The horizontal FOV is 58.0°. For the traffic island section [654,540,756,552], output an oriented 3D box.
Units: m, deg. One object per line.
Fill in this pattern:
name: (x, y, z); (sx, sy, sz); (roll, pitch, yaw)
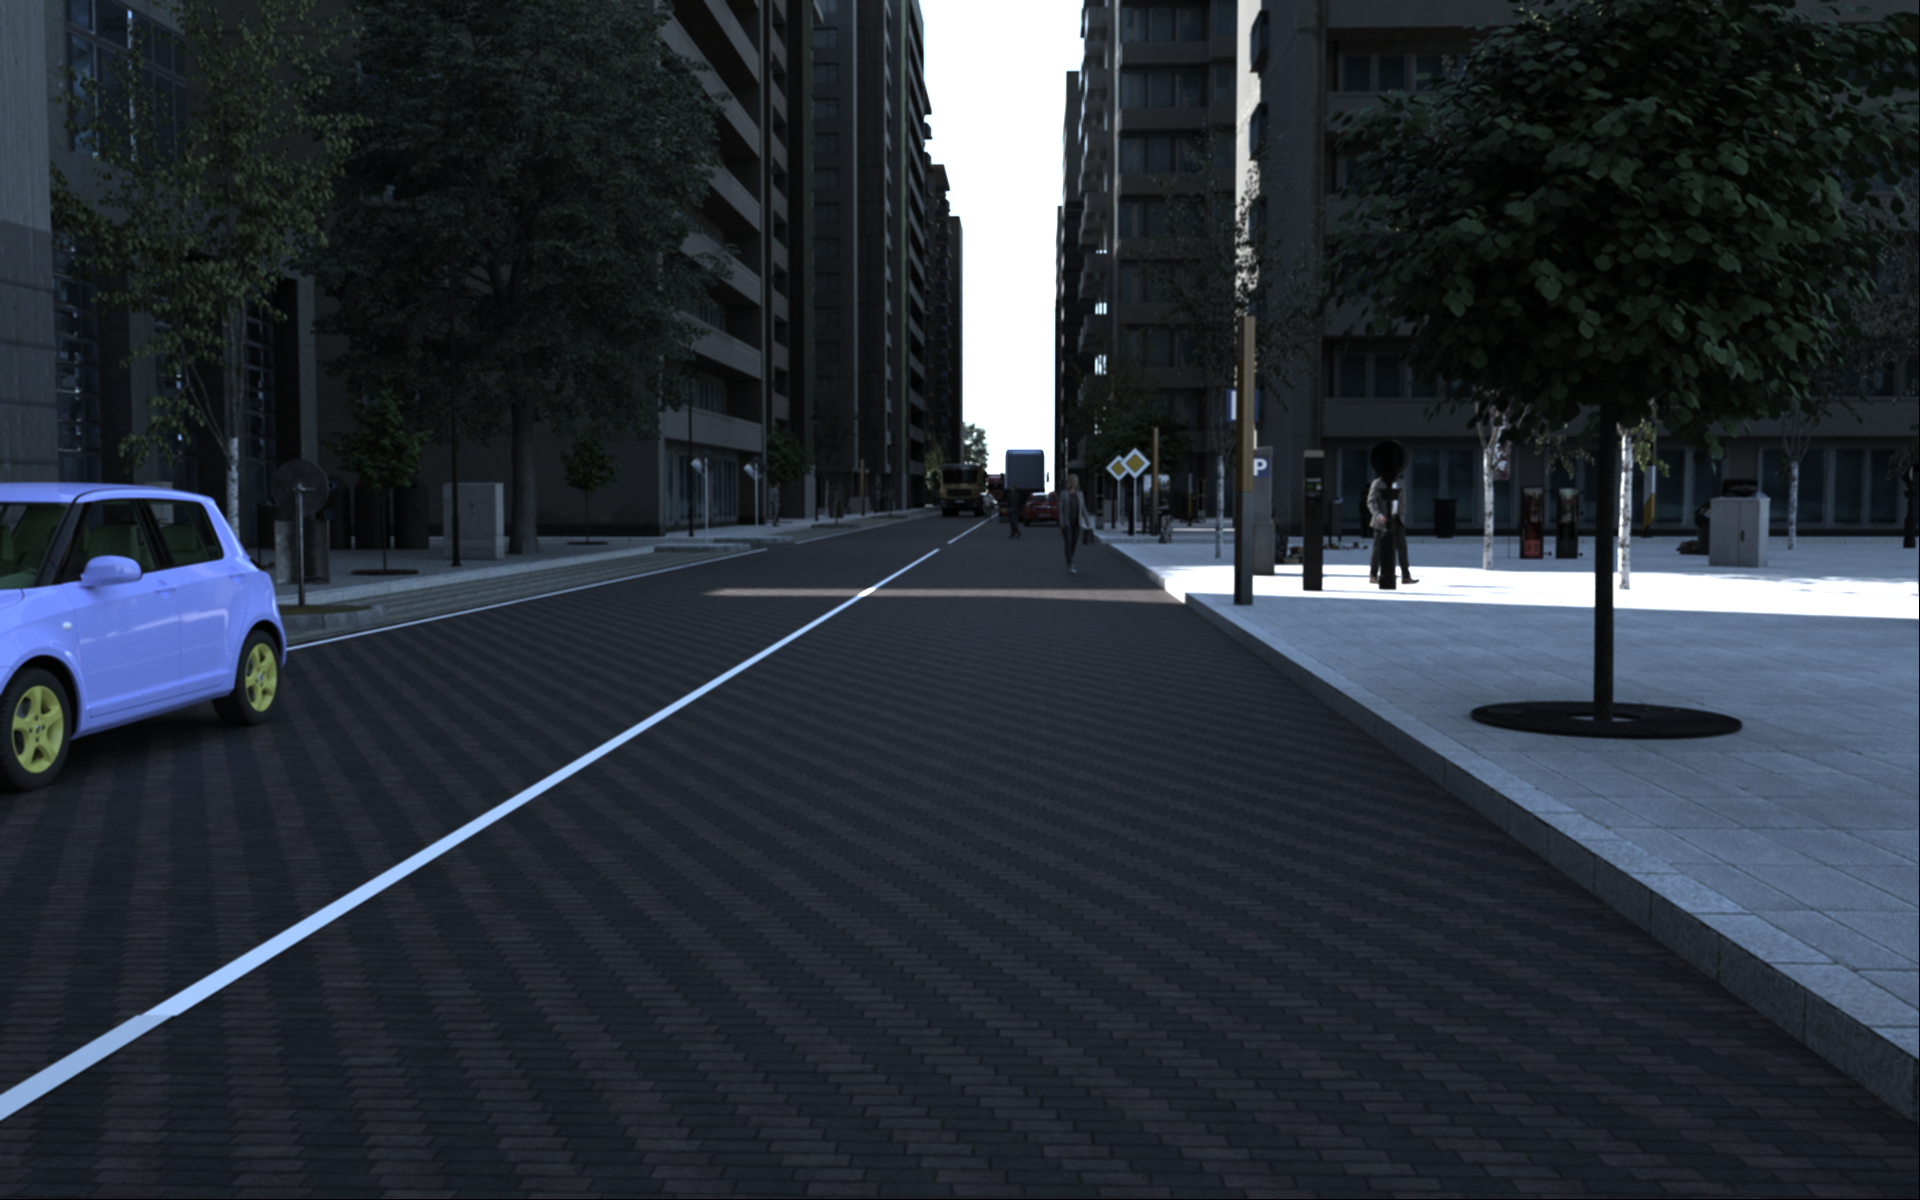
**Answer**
traffic island section: (-6.428, -1.310, 43.692); (2.009, 0.180, 2.903); (0, 4, 2)

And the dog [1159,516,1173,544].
dog: (5.664, -1.943, 48.600); (0.800, 0.831, 0.513); (-1, 4, -14)

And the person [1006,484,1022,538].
person: (1.814, -2.943, 57.033); (0.534, 1.772, 0.576); (1, 4, 12)

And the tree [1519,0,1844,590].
tree: (9.142, -4.439, 22.938); (4.737, 8.622, 4.395); (0, 3, 0)

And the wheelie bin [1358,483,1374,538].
wheelie bin: (12.025, -2.599, 50.394); (0.693, 1.594, 0.980); (-2, 4, -24)

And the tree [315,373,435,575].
tree: (-9.132, -2.022, 27.660); (1.663, 3.219, 1.824); (0, 3, 0)

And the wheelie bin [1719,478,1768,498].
wheelie bin: (15.611, -1.633, 34.611); (0.980, 1.594, 0.693); (1, 4, 16)

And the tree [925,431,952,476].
tree: (-2.798, -15.395, 202.075); (4.737, 8.622, 4.395); (0, 3, 0)

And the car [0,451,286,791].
car: (-5.226, 0.005, 9.504); (1.945, 1.707, 3.694); (0, 4, 3)

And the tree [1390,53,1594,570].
tree: (8.912, -4.793, 28.725); (4.360, 8.622, 3.978); (0, 3, 0)

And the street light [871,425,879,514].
street light: (-5.583, -8.631, 113.911); (0.468, 5.910, 1.993); (0, 4, 2)

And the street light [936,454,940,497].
street light: (-2.392, -13.292, 190.119); (0.468, 5.910, 1.993); (0, 4, 2)

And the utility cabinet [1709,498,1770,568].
utility cabinet: (13.733, -1.186, 30.552); (0.306, 1.237, 1.020); (-2, 4, -27)

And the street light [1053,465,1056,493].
street light: (11.412, -14.038, 202.307); (0.468, 5.910, 1.993); (0, 4, 2)

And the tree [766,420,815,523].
tree: (-8.238, -5.740, 77.565); (4.285, 4.588, 4.351); (0, 3, 0)

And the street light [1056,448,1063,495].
street light: (10.082, -12.173, 171.822); (0.468, 5.910, 1.993); (0, 4, 2)

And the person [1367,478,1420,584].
person: (6.135, -1.108, 24.559); (0.661, 1.777, 0.834); (-2, 4, -31)

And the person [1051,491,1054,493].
person: (12.337, -13.724, 231.101); (0.621, 1.740, 0.551); (-2, 4, -32)

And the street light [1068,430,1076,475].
street light: (8.207, -9.345, 125.571); (0.468, 5.910, 1.993); (0, 4, 2)

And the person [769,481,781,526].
person: (-7.357, -3.852, 69.129); (0.391, 1.810, 0.635); (1, 4, 11)

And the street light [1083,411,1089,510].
street light: (6.948, -7.480, 95.080); (0.468, 5.910, 1.993); (0, 4, 2)

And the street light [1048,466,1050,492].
street light: (13.507, -17.230, 254.505); (0.468, 5.910, 1.993); (0, 4, 2)

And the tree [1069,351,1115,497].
tree: (8.180, -8.545, 90.066); (4.360, 8.622, 3.978); (0, 3, 0)

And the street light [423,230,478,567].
street light: (-8.940, -3.534, 30.564); (0.468, 5.910, 1.993); (0, 4, 2)

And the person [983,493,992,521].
person: (1.471, -4.872, 90.760); (0.523, 1.515, 0.503); (2, 4, 29)

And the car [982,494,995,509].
car: (2.268, -9.307, 162.393); (2.015, 1.641, 3.980); (0, 4, 2)

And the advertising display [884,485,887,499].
advertising display: (-5.204, -7.108, 121.431); (0.123, 1.923, 0.974); (0, 4, -6)

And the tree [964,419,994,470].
tree: (0.779, -23.223, 286.350); (9.857, 13.997, 8.962); (0, 3, 0)

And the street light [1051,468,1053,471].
street light: (12.254, -15.366, 224.017); (0.468, 5.910, 1.993); (0, 4, 2)

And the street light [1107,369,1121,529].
street light: (5.692, -5.588, 64.145); (0.468, 5.910, 1.993); (0, 4, 2)

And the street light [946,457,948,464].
street light: (-1.524, -14.608, 211.628); (0.468, 5.910, 1.993); (0, 4, 2)

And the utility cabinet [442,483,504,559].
utility cabinet: (-9.546, -1.546, 33.956); (1.173, 1.500, 0.318); (1, 4, 16)

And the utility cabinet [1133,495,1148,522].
utility cabinet: (8.379, -4.183, 79.560); (1.020, 1.237, 0.306); (1, 4, 12)

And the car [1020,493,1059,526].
car: (3.799, -4.273, 78.904); (2.155, 1.783, 4.494); (0, 4, 1)

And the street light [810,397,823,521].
street light: (-6.834, -6.707, 82.452); (0.468, 5.910, 1.993); (0, 4, 2)

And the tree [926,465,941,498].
tree: (-2.426, -12.997, 196.213); (4.285, 4.588, 4.351); (0, 3, 0)

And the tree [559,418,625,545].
tree: (-9.395, -3.035, 44.228); (1.663, 3.219, 1.824); (0, 3, 0)

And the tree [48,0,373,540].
tree: (-9.657, -4.398, 22.275); (4.737, 8.622, 4.395); (0, 3, 0)

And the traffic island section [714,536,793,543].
traffic island section: (-6.102, -1.798, 51.670); (2.009, 0.180, 2.903); (0, 4, 2)

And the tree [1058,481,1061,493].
tree: (12.686, -13.160, 209.768); (1.663, 3.219, 1.824); (0, 3, 0)

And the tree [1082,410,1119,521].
tree: (6.226, -4.523, 57.672); (4.285, 4.588, 4.351); (0, 3, 0)

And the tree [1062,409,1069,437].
tree: (9.714, -10.954, 129.459); (4.360, 8.622, 3.978); (0, 3, 0)

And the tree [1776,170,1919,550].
tree: (19.398, -5.461, 39.645); (4.360, 8.622, 3.978); (0, 3, 0)

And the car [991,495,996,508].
car: (2.628, -10.091, 177.344); (2.083, 1.381, 4.827); (0, 4, 1)

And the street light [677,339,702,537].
street light: (-8.090, -4.843, 51.964); (0.468, 5.910, 1.993); (0, 4, 2)

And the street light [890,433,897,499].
street light: (-4.948, -9.515, 128.353); (0.468, 5.910, 1.993); (0, 4, 2)

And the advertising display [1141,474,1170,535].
advertising display: (6.194, -3.035, 54.834); (0.974, 1.923, 0.123); (-1, 4, -20)

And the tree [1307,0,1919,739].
tree: (3.707, -1.583, 9.601); (4.285, 4.588, 4.351); (0, 3, 0)

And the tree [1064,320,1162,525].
tree: (6.593, -7.458, 72.302); (4.737, 8.622, 4.395); (0, 3, 0)

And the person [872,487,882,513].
person: (-5.779, -6.980, 120.263); (0.635, 1.810, 0.391); (-3, 4, -37)

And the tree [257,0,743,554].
tree: (-9.511, -7.967, 36.915); (9.857, 13.997, 8.962); (0, 3, 0)

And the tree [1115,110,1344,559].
tree: (5.400, -5.127, 34.181); (4.360, 8.622, 3.978); (0, 3, 0)

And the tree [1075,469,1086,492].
tree: (9.287, -8.533, 134.115); (1.663, 3.219, 1.824); (0, 3, 0)

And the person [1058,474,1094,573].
person: (2.113, -1.414, 31.797); (0.709, 1.800, 0.728); (-1, 4, -18)

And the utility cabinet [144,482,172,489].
utility cabinet: (-14.353, -1.367, 31.029); (0.318, 1.500, 1.173); (-1, 4, -16)

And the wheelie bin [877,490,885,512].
wheelie bin: (-5.658, -7.071, 123.517); (0.980, 1.594, 0.693); (1, 4, 9)

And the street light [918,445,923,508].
street light: (-3.684, -11.379, 158.840); (0.468, 5.910, 1.993); (0, 4, 2)

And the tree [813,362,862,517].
tree: (-7.514, -8.984, 97.251); (4.360, 8.622, 3.978); (0, 3, 0)
